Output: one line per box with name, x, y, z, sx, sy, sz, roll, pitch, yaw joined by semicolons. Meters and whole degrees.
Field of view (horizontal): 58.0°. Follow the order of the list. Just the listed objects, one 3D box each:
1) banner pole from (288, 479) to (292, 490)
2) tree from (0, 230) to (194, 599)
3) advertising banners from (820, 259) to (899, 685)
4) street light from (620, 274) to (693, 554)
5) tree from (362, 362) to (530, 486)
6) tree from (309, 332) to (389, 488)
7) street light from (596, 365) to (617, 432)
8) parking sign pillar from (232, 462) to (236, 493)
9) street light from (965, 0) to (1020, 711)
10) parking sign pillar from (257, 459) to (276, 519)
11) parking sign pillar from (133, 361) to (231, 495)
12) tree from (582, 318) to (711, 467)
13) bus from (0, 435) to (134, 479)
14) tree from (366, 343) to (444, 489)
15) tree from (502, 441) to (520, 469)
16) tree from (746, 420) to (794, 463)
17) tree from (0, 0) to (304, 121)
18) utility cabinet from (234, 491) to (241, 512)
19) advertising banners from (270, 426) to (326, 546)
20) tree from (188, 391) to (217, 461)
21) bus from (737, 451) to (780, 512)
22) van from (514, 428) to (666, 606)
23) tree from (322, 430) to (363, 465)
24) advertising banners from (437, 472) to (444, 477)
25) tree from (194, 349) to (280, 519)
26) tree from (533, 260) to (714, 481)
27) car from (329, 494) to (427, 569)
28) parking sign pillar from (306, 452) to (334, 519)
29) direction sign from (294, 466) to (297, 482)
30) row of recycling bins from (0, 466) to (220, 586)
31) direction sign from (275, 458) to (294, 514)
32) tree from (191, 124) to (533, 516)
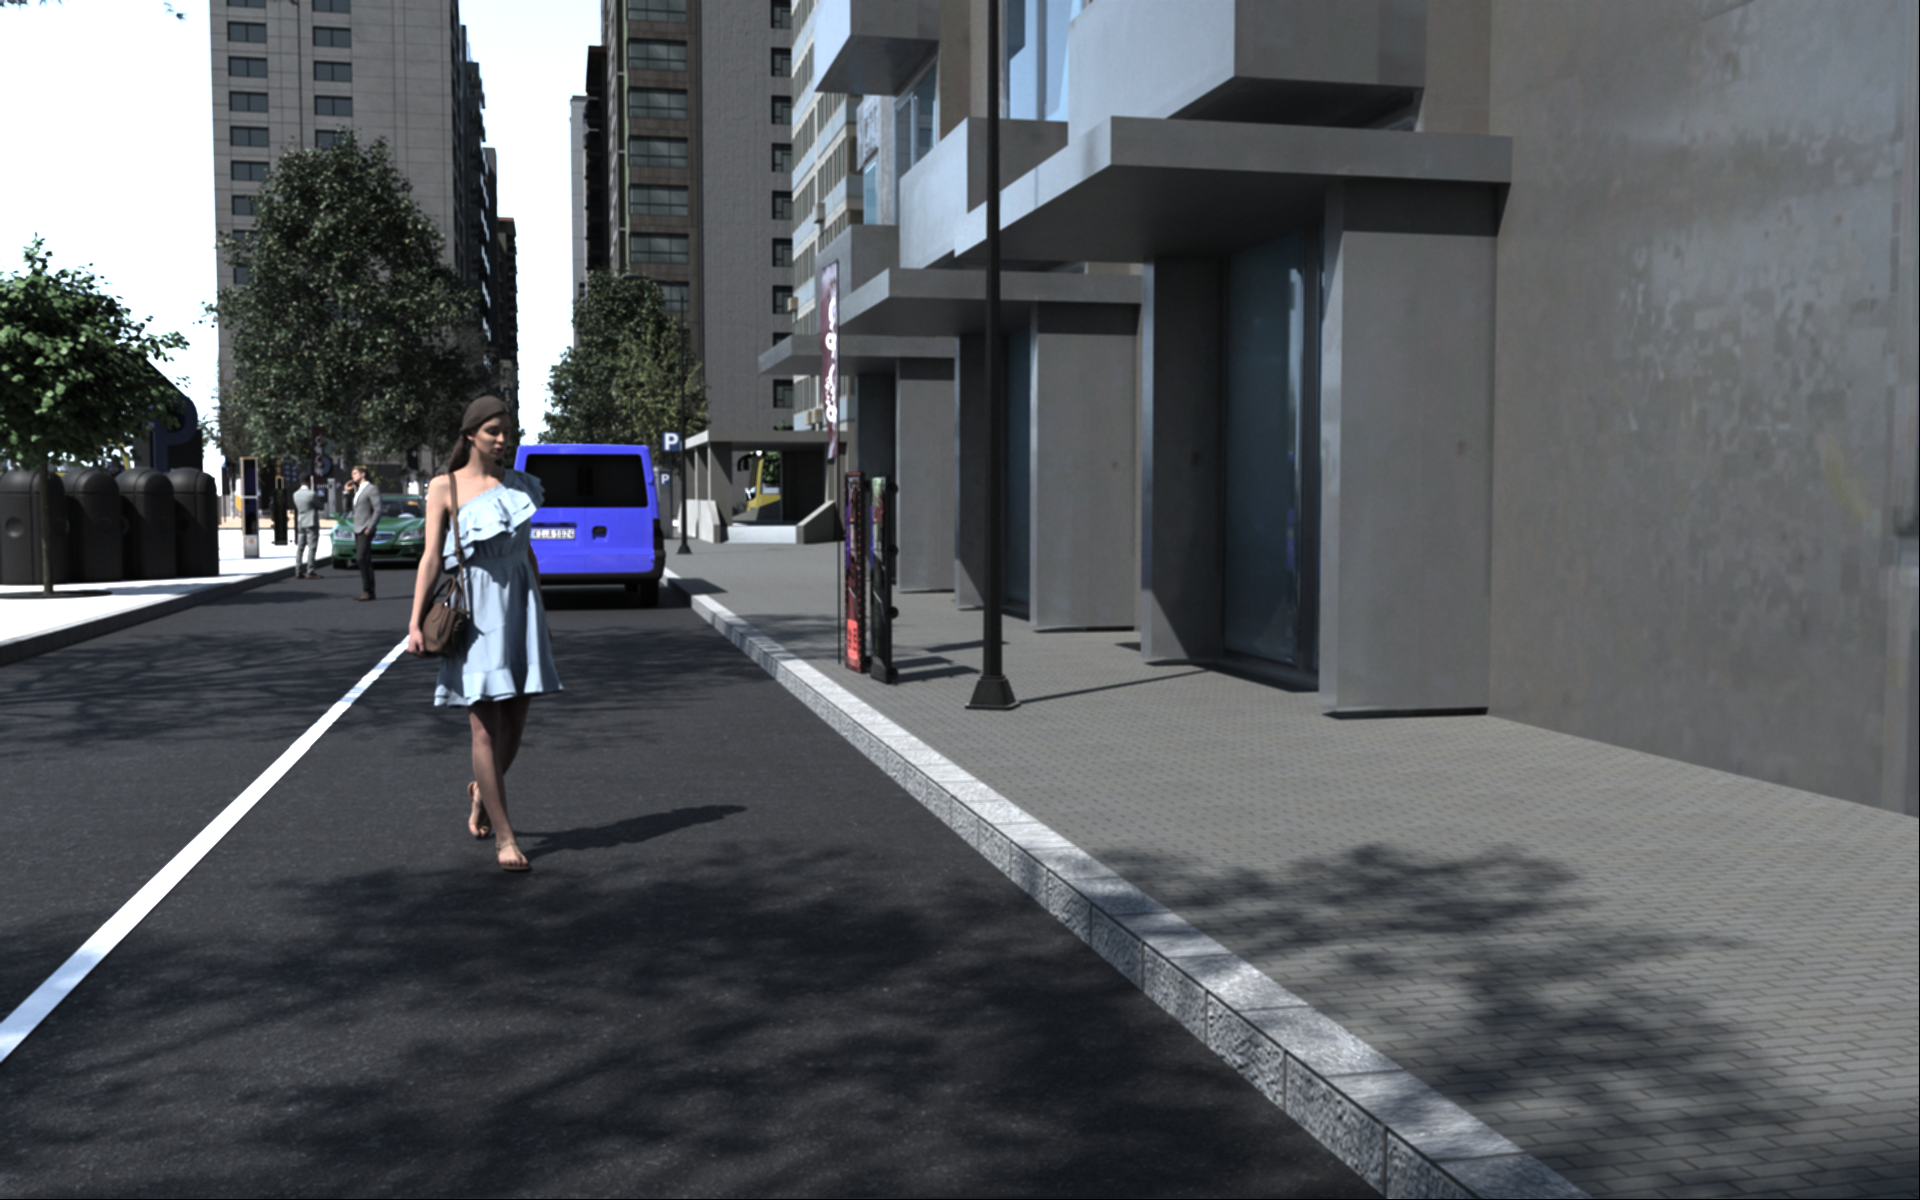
banner pole;-49.898;-8.500;128.992;0.401;3.779;0.863;0;4;-2
tree;-11.550;-2.323;21.695;4.285;4.588;4.351;0;3;0
advertising banners;-0.754;-0.996;12.470;0.090;3.025;2.074;-1;4;-17
street light;-6.426;-3.928;36.758;1.470;5.913;1.316;-1;4;-13
tree;-32.760;-10.941;113.303;8.767;10.594;7.601;1;4;18
tree;-25.469;-7.441;72.019;4.737;8.622;4.395;0;3;0
street light;-12.452;-5.521;62.807;1.470;5.913;1.316;-1;4;-13
parking sign pillar;-51.894;-8.280;123.850;1.447;3.967;1.447;2;4;33
street light;-0.333;-2.299;10.122;1.470;5.913;1.316;-1;4;-13
parking sign pillar;-36.595;-6.282;91.189;1.447;3.967;1.447;1;4;12
parking sign pillar;-15.018;-2.716;32.880;1.447;3.967;1.447;1;4;21
tree;-12.981;-7.543;73.689;4.737;8.622;4.395;0;3;0
bus;-35.395;-4.306;61.949;12.252;3.916;2.896;-1;4;-13
tree;-26.234;-8.108;82.932;4.360;8.622;3.978;0;3;0
tree;-54.335;-15.835;209.264;4.360;8.622;3.978;0;3;0
tree;-7.808;-5.693;76.797;4.285;4.588;4.351;0;3;0
tree;-8.672;-6.031;8.972;12.009;13.543;11.850;0;3;0
utility cabinet;-49.370;-6.756;119.140;1.173;1.500;0.318;1;4;20
advertising banners;-16.692;-2.910;43.773;0.090;3.025;2.074;1;4;19
tree;-53.680;-10.355;119.663;4.737;8.622;4.395;0;3;0
bus;-2.598;-4.741;69.055;12.252;3.916;2.896;-1;4;-12
van;-5.186;-1.177;23.631;2.240;2.365;5.245;-1;4;-14
tree;-42.277;-11.635;124.651;8.767;10.594;7.601;-1;4;-11
advertising banners;-40.517;-8.667;137.898;2.074;3.025;0.090;0;4;-7
tree;-36.879;-8.388;87.505;4.360;8.622;3.978;0;3;0
tree;-16.449;-10.272;84.947;9.611;12.733;9.660;0;3;0
car;-11.492;-1.411;34.869;2.131;1.459;4.920;-1;4;-13
parking sign pillar;-32.511;-6.088;88.009;1.447;3.967;1.447;-2;4;-25
direction sign;-43.731;-7.413;113.198;0.876;3.537;0.379;1;4;16
row of recycling bins;-12.551;-1.140;25.754;1.069;1.692;3.534;2;4;25
direction sign;-42.248;-7.097;108.032;0.876;3.537;0.379;-1;4;-9
tree;-19.171;-8.392;54.220;9.611;12.733;9.660;0;3;0
